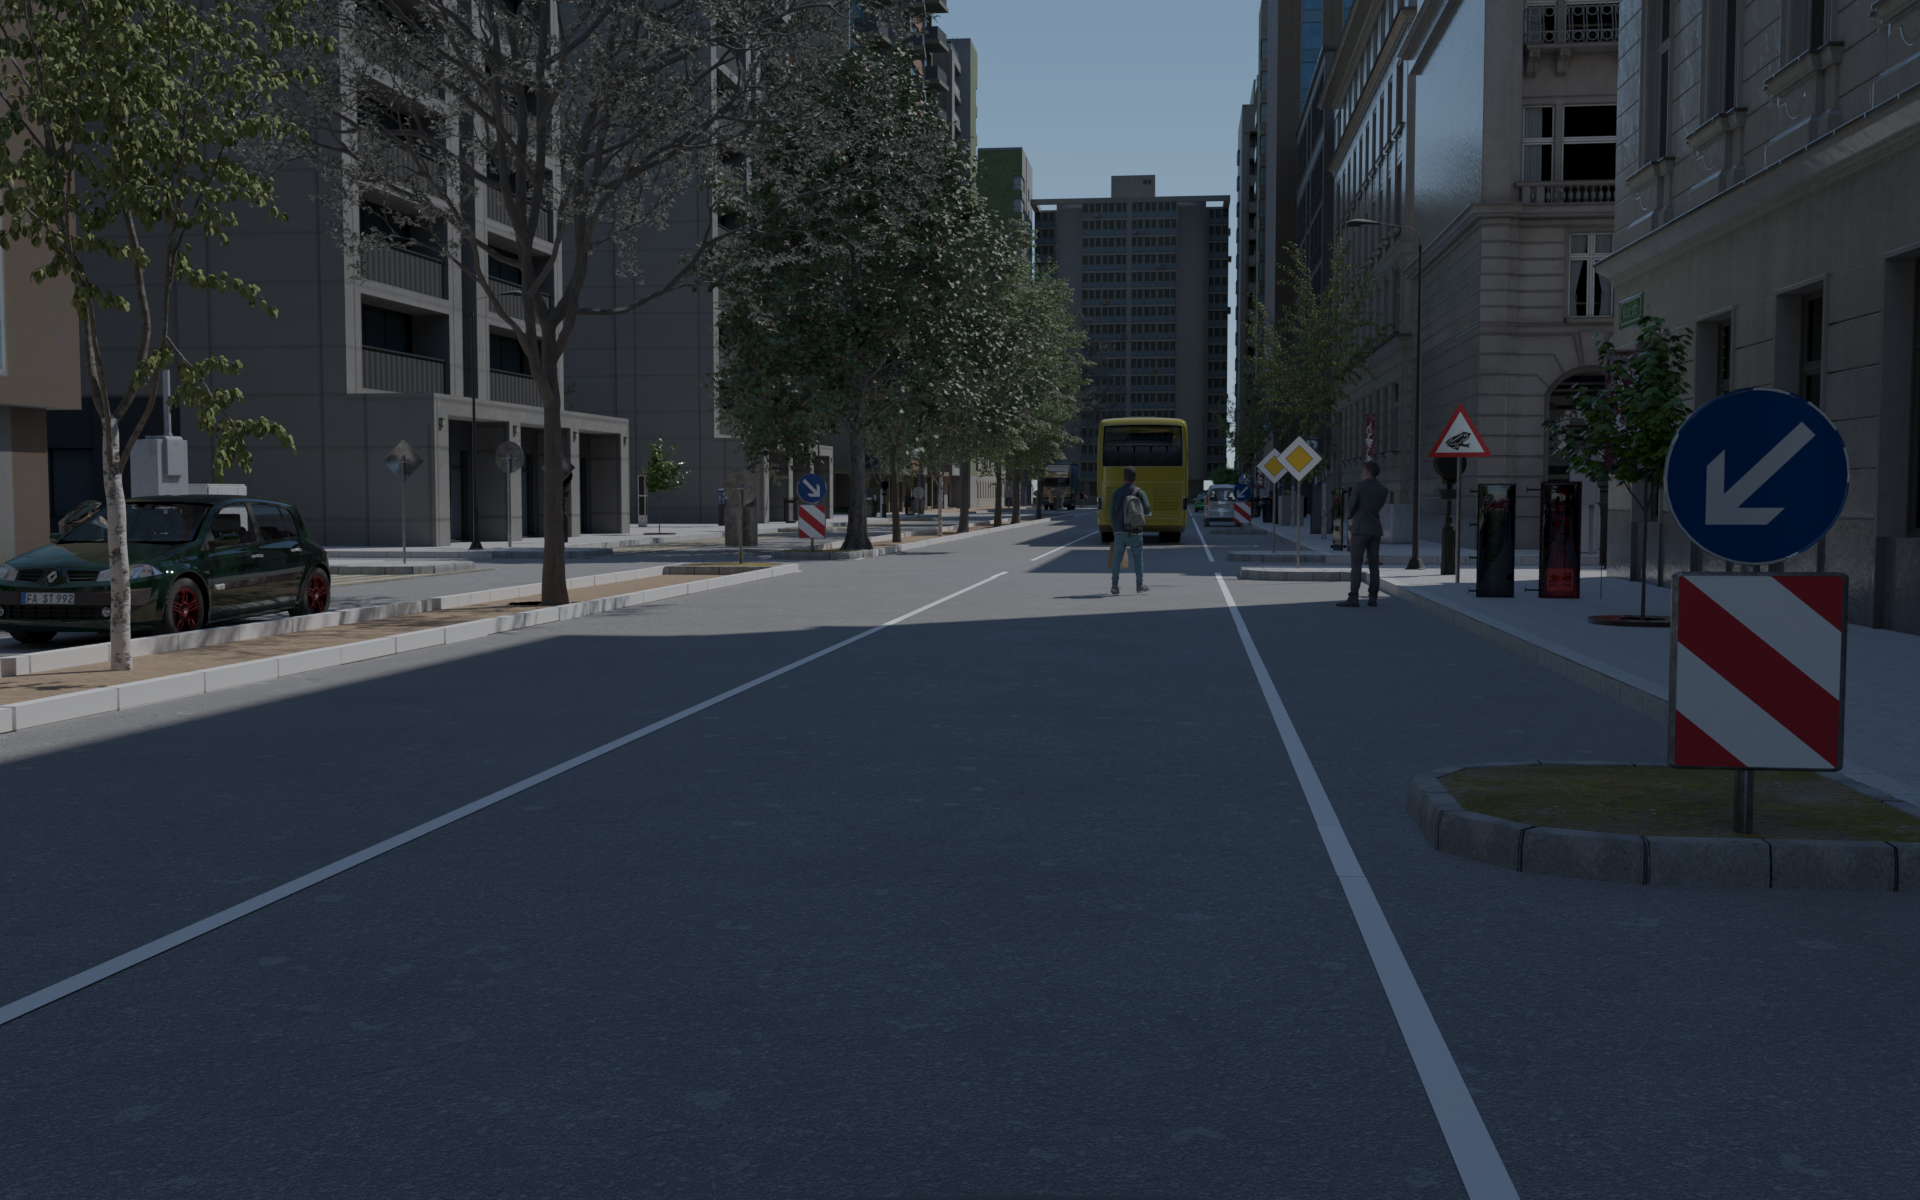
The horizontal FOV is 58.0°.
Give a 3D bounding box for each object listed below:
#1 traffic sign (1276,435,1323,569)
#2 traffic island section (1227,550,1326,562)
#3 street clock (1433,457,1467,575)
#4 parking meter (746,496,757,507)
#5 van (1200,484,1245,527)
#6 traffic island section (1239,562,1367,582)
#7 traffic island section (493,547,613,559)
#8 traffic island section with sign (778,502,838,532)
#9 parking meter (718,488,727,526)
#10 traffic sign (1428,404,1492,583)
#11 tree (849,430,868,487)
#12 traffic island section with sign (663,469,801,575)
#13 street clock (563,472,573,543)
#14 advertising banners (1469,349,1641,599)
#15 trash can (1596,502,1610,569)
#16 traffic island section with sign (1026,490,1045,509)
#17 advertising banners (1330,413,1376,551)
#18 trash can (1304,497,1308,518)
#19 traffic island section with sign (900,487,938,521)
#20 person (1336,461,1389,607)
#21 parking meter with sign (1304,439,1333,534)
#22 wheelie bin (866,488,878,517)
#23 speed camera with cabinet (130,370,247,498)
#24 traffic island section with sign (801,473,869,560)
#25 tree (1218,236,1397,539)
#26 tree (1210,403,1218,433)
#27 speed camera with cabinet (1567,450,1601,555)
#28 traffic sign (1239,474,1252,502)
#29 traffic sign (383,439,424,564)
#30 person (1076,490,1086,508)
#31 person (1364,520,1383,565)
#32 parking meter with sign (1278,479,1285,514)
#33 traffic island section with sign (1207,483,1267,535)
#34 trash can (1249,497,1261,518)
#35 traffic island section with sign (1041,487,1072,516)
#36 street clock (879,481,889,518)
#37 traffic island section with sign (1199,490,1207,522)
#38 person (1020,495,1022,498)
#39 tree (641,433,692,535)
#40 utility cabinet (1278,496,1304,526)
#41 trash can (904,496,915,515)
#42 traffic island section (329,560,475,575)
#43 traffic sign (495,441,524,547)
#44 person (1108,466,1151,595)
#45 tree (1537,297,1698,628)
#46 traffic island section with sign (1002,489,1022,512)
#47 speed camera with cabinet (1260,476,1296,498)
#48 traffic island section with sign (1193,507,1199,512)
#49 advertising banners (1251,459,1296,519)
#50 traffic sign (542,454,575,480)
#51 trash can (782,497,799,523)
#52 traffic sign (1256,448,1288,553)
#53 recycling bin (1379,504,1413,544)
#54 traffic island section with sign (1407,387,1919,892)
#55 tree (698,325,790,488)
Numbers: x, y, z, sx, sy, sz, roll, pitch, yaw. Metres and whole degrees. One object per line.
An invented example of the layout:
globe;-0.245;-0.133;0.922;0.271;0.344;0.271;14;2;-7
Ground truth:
traffic sign;5.823;-1.600;29.796;0.795;2.450;0.064;0;4;7
traffic island section;6.864;-0.949;37.790;2.009;0.180;2.903;0;4;7
street clock;7.756;-1.400;27.463;0.471;2.002;0.358;0;4;-3
parking meter;-7.839;-3.624;64.967;0.399;1.863;0.255;3;5;43
van;11.703;-4.290;77.150;2.013;2.044;4.112;0;4;8
traffic island section;5.848;-0.464;29.870;2.009;0.180;2.903;0;4;7
traffic island section;-9.246;-1.075;39.854;2.009;0.180;2.903;0;4;7
traffic island section with sign;-5.677;-3.456;65.140;1.989;1.847;2.006;0;4;7
parking meter;-9.569;-3.757;69.842;0.372;1.533;0.369;0;3;0
traffic sign;7.204;-1.529;25.006;0.884;2.594;0.081;1;4;15
tree;-4.581;-9.192;100.650;4.360;8.622;3.978;0;3;0
traffic island section with sign;-4.126;-1.422;31.386;2.006;1.907;1.989;0;4;7
street clock;-10.448;-2.515;45.687;0.471;2.002;0.358;-1;4;-14
advertising banners;7.335;-1.530;21.209;2.074;3.025;0.090;1;4;14
trash can;11.257;-1.098;29.601;0.748;1.137;0.748;0;3;0
traffic island section with sign;7.458;-9.716;167.485;1.989;1.847;2.006;0;4;7
advertising banners;8.745;-2.589;38.522;0.090;3.025;2.074;-1;4;-13
trash can;18.256;-4.956;92.680;0.748;1.137;0.748;0;3;0
traffic island section with sign;-2.213;-5.100;92.016;1.989;1.847;2.006;0;4;7
person;5.125;-0.845;22.128;0.655;1.846;0.447;-2;4;-24
parking meter with sign;11.668;-3.633;55.658;0.543;3.016;1.738;3;4;37
wheelie bin;-4.982;-5.404;96.261;0.980;1.594;0.693;2;4;29
speed camera with cabinet;-12.608;-2.081;28.358;0.660;3.252;2.038;1;4;17
traffic island section with sign;-3.174;-1.871;38.732;2.006;1.907;1.989;0;4;7
tree;10.103;-6.032;48.984;4.737;8.622;4.395;0;3;0
tree;16.338;-8.968;96.985;4.737;8.622;4.395;0;3;0
speed camera with cabinet;13.419;-2.623;37.216;0.660;3.252;2.038;1;4;22
traffic sign;17.888;-6.635;108.591;0.768;2.556;0.104;1;4;10
traffic sign;-10.237;-1.726;31.869;0.795;2.450;0.064;0;4;7
person;12.370;-10.215;175.531;1.348;1.822;0.705;2;4;30
person;8.139;-1.578;34.315;0.388;1.821;0.555;3;4;38
parking meter with sign;15.159;-5.232;81.802;0.543;3.016;1.738;1;4;13
traffic island section with sign;9.999;-3.276;62.190;1.989;1.847;2.006;0;4;7
trash can;16.146;-5.084;94.779;0.748;1.137;0.748;0;3;0
traffic island section with sign;6.378;-6.430;113.263;2.006;1.907;1.989;0;4;7
street clock;-4.085;-5.429;93.330;0.471;2.002;0.358;-2;4;-33
traffic island section with sign;13.532;-4.956;89.658;1.989;1.847;2.006;0;4;7
person;4.990;-8.254;144.930;0.593;1.643;0.415;3;5;41
tree;-9.529;-3.672;54.637;1.663;3.219;1.824;0;3;0
utility cabinet;13.458;-3.624;70.417;1.020;1.237;0.306;-1;4;-20
trash can;-3.016;-5.665;104.270;0.748;1.137;0.748;0;3;0
traffic island section;-10.262;-0.590;31.934;2.009;0.180;2.903;0;4;7
traffic sign;-10.868;-2.547;41.745;0.768;2.556;0.104;1;4;14
person;2.354;-0.984;24.577;0.794;1.824;0.713;3;5;41
tree;6.868;-1.379;17.143;1.663;3.219;1.824;0;3;0
traffic island section with sign;4.037;-8.081;140.747;1.989;1.847;2.006;0;4;7
speed camera with cabinet;16.697;-5.906;90.895;0.660;3.252;2.038;-3;5;-39
traffic island section with sign;23.359;-9.646;166.334;1.989;1.847;2.006;0;4;7
advertising banners;15.691;-5.515;86.350;2.074;3.025;0.090;1;4;23
traffic sign;-9.221;-2.211;39.789;0.795;2.450;0.064;0;4;7
trash can;-7.462;-3.951;76.246;0.748;1.137;0.748;0;3;0
traffic sign;6.839;-2.084;37.716;0.795;2.450;0.064;0;4;7
recycling bin;11.208;-1.957;44.551;0.722;1.027;0.722;-1;4;-19
traffic island section with sign;2.959;0.085;7.244;1.989;1.847;2.006;0;4;7
tree;-8.421;-7.283;69.434;4.360;8.622;3.978;0;3;0
